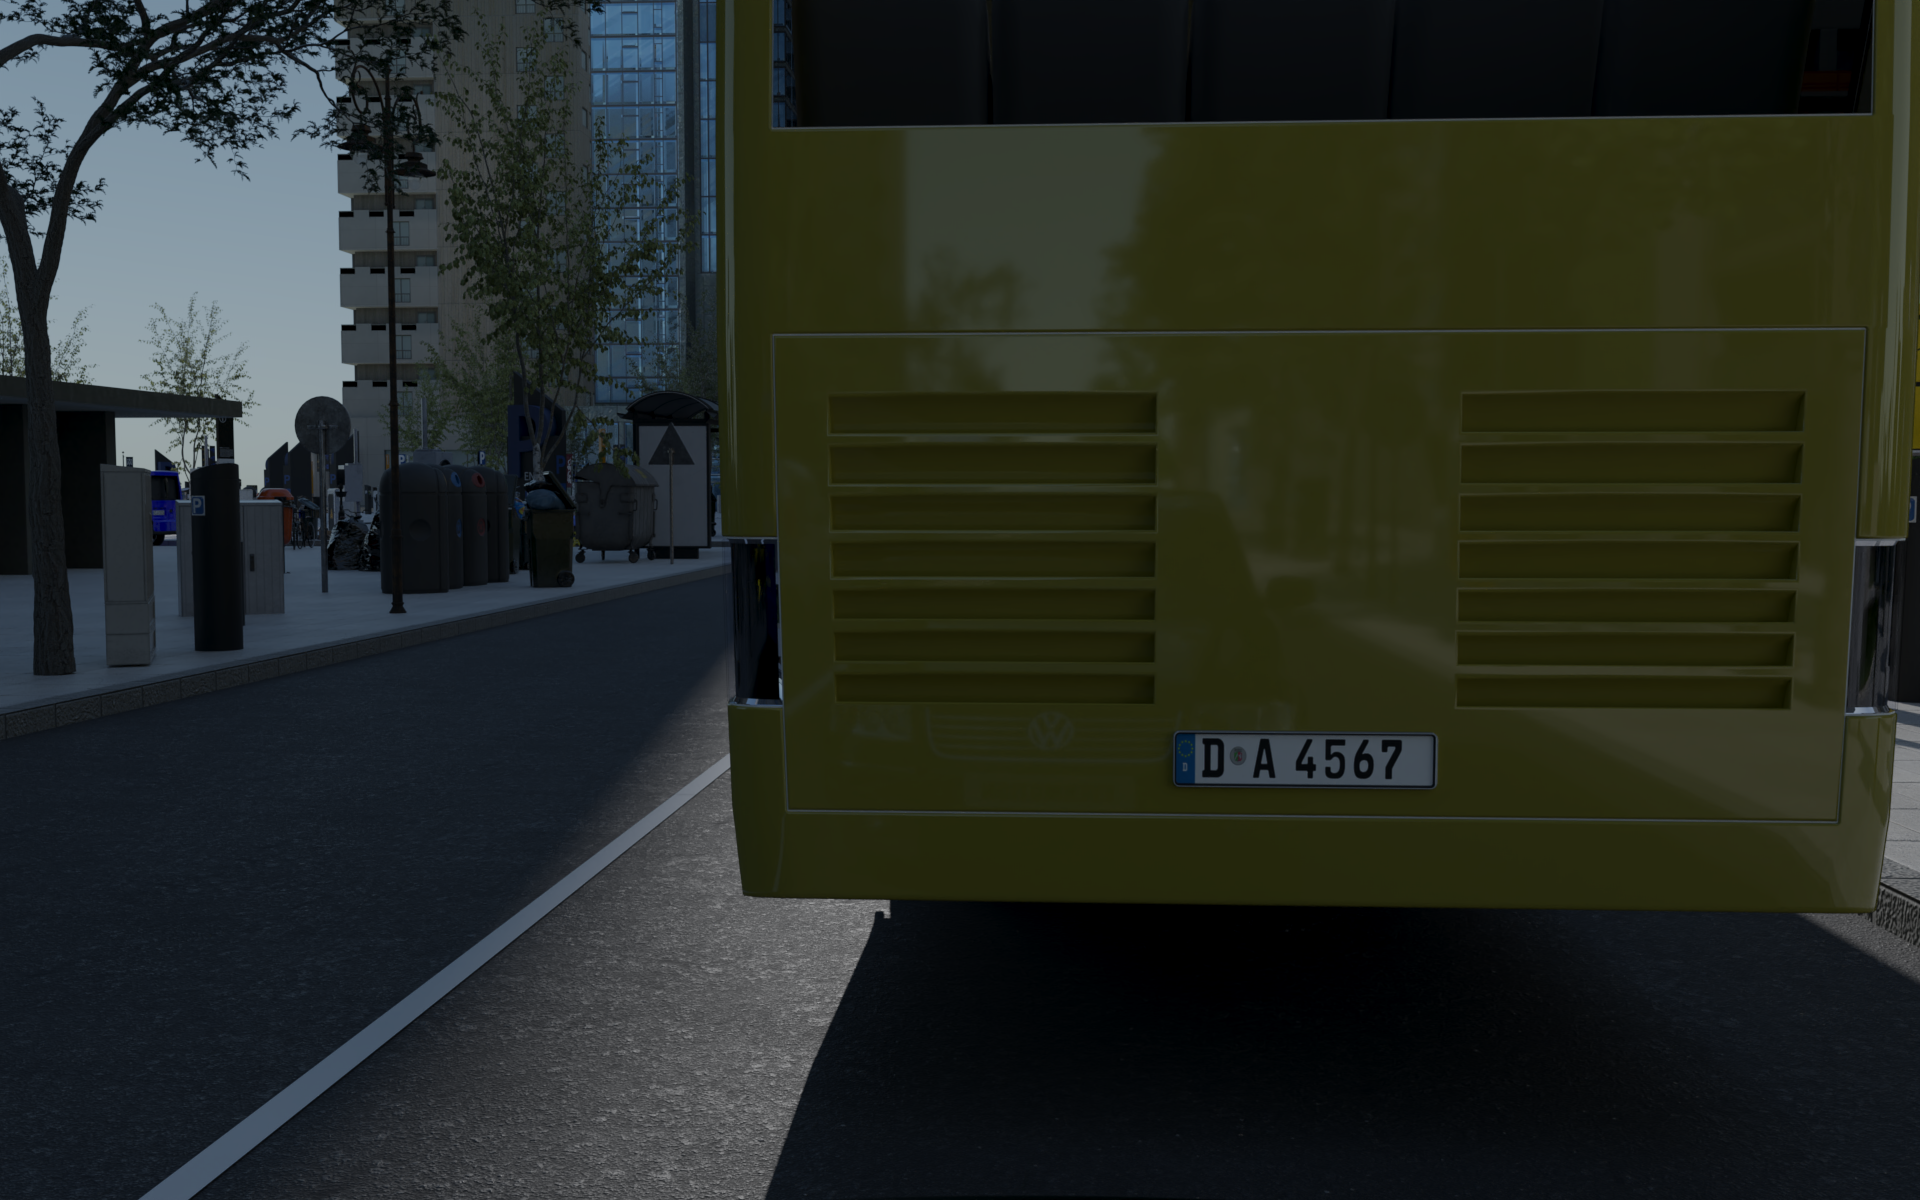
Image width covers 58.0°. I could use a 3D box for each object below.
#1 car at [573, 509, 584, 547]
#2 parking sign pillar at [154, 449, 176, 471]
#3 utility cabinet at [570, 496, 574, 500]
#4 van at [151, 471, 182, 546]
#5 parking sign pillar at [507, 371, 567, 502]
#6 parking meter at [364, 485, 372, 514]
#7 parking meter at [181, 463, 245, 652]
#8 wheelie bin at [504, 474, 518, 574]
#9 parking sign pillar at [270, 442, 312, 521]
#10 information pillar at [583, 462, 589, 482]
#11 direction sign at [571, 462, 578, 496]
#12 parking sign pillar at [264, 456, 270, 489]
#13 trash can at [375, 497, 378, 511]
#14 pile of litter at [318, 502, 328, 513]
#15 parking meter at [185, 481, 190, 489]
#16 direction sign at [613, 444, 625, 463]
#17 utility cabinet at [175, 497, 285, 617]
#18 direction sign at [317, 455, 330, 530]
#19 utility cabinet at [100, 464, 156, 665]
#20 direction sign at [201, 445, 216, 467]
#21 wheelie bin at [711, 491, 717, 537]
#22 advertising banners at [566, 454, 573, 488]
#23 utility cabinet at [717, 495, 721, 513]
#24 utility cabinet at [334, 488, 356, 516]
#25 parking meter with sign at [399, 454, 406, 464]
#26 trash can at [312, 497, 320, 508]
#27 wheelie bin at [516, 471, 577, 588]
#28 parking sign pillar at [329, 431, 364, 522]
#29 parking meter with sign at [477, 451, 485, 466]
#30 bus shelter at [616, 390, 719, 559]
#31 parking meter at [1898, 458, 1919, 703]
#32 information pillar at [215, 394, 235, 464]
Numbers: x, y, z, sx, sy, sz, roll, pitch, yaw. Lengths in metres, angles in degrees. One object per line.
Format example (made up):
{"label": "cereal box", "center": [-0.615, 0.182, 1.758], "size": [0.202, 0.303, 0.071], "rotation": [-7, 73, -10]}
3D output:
{"label": "car", "center": [-10.544, -2.086, 43.705], "size": [3.694, 1.707, 1.945], "rotation": [0, 4, 2]}
{"label": "parking sign pillar", "center": [-47.911, -7.106, 104.652], "size": [1.447, 3.967, 1.447], "rotation": [2, 4, 31]}
{"label": "utility cabinet", "center": [-15.462, -3.458, 67.694], "size": [0.306, 1.237, 1.020], "rotation": [1, 4, 14]}
{"label": "van", "center": [-23.308, -2.517, 45.536], "size": [5.245, 2.365, 2.240], "rotation": [0, 4, 3]}
{"label": "parking sign pillar", "center": [-9.229, -3.015, 37.763], "size": [1.447, 3.967, 1.447], "rotation": [2, 4, 25]}
{"label": "parking meter", "center": [-37.282, -6.323, 109.095], "size": [0.399, 1.863, 0.255], "rotation": [2, 4, 32]}
{"label": "parking meter", "center": [-6.110, -0.356, 14.239], "size": [0.372, 1.533, 0.369], "rotation": [0, 3, 0]}
{"label": "wheelie bin", "center": [-7.452, -1.219, 27.834], "size": [0.980, 1.594, 0.693], "rotation": [0, 4, -2]}
{"label": "parking sign pillar", "center": [-29.342, -5.397, 76.719], "size": [1.447, 3.967, 1.447], "rotation": [1, 4, 21]}
{"label": "information pillar", "center": [-26.892, -8.153, 124.659], "size": [0.504, 3.616, 0.183], "rotation": [-2, 4, -27]}
{"label": "direction sign", "center": [-27.514, -7.990, 122.633], "size": [0.876, 3.537, 0.379], "rotation": [-1, 4, -17]}
{"label": "parking sign pillar", "center": [-34.995, -6.129, 88.681], "size": [1.447, 3.967, 1.447], "rotation": [2, 4, 24]}
{"label": "trash can", "center": [-24.503, -3.792, 73.652], "size": [0.748, 1.137, 0.748], "rotation": [0, 3, 0]}
{"label": "pile of litter", "center": [-42.596, -6.199, 115.320], "size": [1.176, 0.858, 1.719], "rotation": [3, 5, 40]}
{"label": "parking meter", "center": [-35.048, -4.474, 78.863], "size": [0.255, 1.863, 0.399], "rotation": [3, 5, 44]}
{"label": "direction sign", "center": [-15.540, -5.323, 79.030], "size": [0.876, 3.537, 0.379], "rotation": [3, 5, 43]}
{"label": "utility cabinet", "center": [-7.757, -0.444, 18.423], "size": [1.020, 1.237, 0.306], "rotation": [-2, 4, -31]}
{"label": "direction sign", "center": [-22.204, -4.185, 60.428], "size": [0.876, 3.537, 0.379], "rotation": [3, 5, 43]}
{"label": "utility cabinet", "center": [-6.367, -0.283, 13.305], "size": [0.318, 1.500, 1.173], "rotation": [-1, 4, -23]}
{"label": "direction sign", "center": [-35.013, -5.429, 80.767], "size": [0.379, 3.537, 0.876], "rotation": [1, 4, 17]}
{"label": "wheelie bin", "center": [-7.729, -2.712, 52.248], "size": [0.693, 1.594, 0.980], "rotation": [-2, 4, -24]}
{"label": "advertising banners", "center": [-17.151, -4.775, 74.257], "size": [0.090, 3.025, 2.074], "rotation": [1, 4, 20]}
{"label": "utility cabinet", "center": [-16.096, -6.421, 116.142], "size": [0.306, 1.237, 1.020], "rotation": [-1, 4, -14]}
{"label": "utility cabinet", "center": [-23.881, -3.592, 67.415], "size": [0.318, 1.500, 1.173], "rotation": [1, 4, 13]}
{"label": "parking meter with sign", "center": [-23.633, -4.833, 75.285], "size": [1.738, 3.016, 0.543], "rotation": [1, 4, 23]}
{"label": "trash can", "center": [-36.016, -5.253, 97.542], "size": [0.748, 1.137, 0.748], "rotation": [0, 3, 0]}
{"label": "wheelie bin", "center": [-5.671, -0.979, 23.915], "size": [0.693, 1.594, 0.980], "rotation": [-1, 4, -20]}
{"label": "parking sign pillar", "center": [-26.091, -5.197, 73.440], "size": [1.447, 3.967, 1.447], "rotation": [2, 4, 27]}
{"label": "parking meter with sign", "center": [-18.600, -4.521, 70.180], "size": [1.738, 3.016, 0.543], "rotation": [1, 4, 10]}
{"label": "bus shelter", "center": [-5.542, -2.613, 36.653], "size": [2.014, 3.302, 5.546], "rotation": [0, 4, 4]}
{"label": "parking meter", "center": [5.940, -0.143, 10.746], "size": [0.372, 1.533, 0.369], "rotation": [0, 3, 0]}
{"label": "information pillar", "center": [-17.272, -3.020, 40.724], "size": [0.183, 3.616, 0.504], "rotation": [1, 4, 22]}
